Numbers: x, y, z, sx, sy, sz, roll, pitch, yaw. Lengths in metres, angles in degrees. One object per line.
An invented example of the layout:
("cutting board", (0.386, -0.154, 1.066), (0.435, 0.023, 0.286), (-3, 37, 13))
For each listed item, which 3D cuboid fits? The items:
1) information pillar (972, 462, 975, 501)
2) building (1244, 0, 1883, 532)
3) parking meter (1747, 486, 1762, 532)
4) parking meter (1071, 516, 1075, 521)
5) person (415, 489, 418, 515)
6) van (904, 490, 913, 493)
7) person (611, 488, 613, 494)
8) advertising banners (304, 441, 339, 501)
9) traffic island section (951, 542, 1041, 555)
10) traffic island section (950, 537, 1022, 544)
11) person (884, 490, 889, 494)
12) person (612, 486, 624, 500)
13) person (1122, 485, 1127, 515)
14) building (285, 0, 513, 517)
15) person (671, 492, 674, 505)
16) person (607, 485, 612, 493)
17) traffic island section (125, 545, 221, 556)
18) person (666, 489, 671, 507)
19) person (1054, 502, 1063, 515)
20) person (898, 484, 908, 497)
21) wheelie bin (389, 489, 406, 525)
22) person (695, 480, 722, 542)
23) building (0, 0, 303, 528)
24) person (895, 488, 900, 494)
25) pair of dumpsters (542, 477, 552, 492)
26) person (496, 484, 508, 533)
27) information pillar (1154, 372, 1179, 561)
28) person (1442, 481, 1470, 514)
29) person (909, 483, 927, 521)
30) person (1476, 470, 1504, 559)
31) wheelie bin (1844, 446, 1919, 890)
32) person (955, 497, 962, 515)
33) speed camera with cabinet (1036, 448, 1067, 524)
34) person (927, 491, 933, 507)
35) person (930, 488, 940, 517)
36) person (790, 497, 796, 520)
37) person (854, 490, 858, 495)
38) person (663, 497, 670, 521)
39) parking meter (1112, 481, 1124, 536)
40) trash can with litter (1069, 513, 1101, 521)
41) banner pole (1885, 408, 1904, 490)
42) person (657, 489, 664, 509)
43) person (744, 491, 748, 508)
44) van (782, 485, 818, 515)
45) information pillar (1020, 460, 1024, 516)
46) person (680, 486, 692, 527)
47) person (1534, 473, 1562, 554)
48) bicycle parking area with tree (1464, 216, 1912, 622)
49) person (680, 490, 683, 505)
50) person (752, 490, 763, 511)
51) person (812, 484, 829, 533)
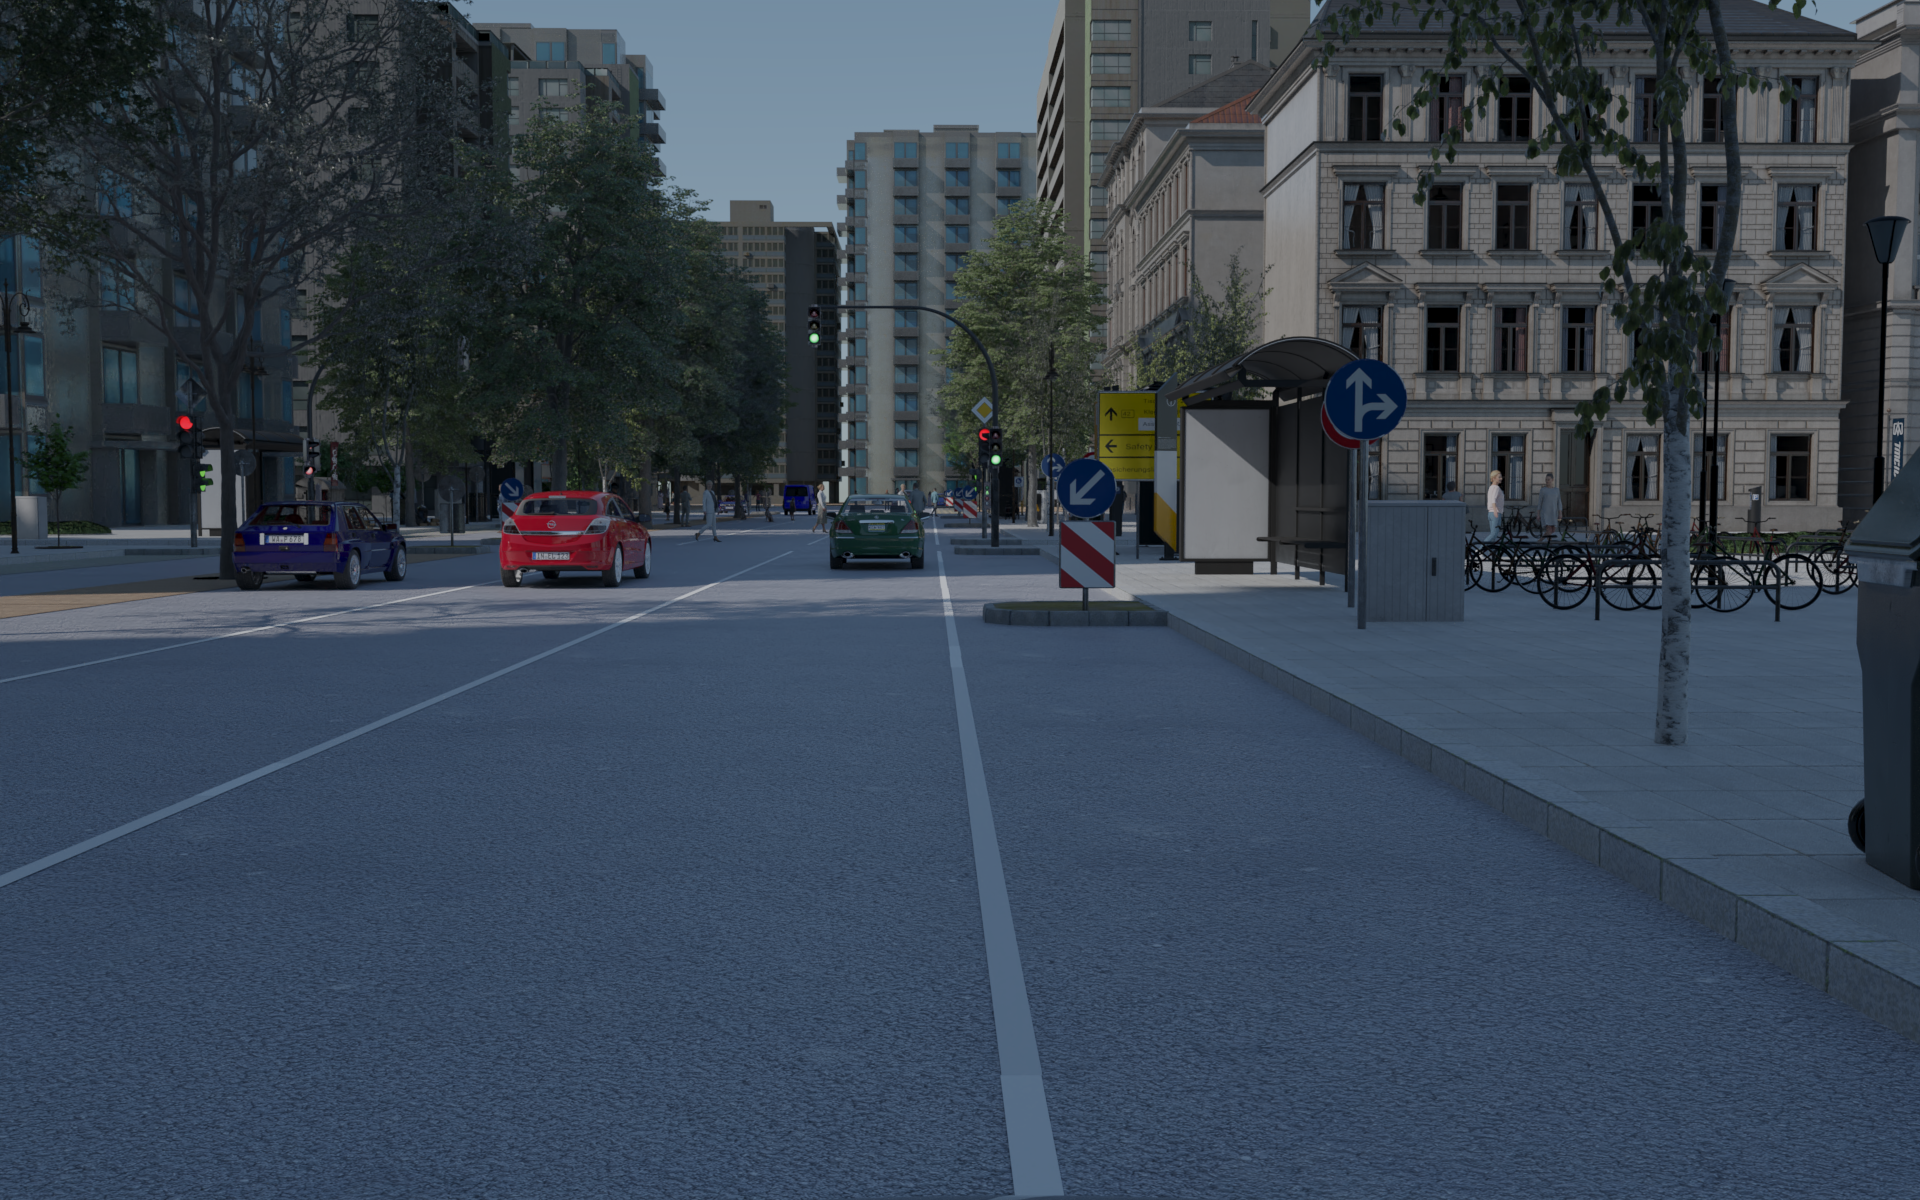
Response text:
("information pillar", (0.959, -8.133, 124.328), (0.183, 3.616, 0.504), (-2, 4, -24))
("building", (20.804, -12.120, 62.789), (19.286, 19.102, 10.561), (0, 4, -1))
("parking meter", (24.001, -2.686, 52.327), (0.372, 1.533, 0.369), (0, 3, 0))
("parking meter", (3.358, -2.679, 49.513), (0.399, 1.863, 0.255), (-2, 4, -24))
("person", (-26.068, -4.702, 82.767), (0.795, 1.843, 0.661), (-2, 4, -26))
("van", (-5.295, -10.138, 172.767), (2.013, 2.044, 4.112), (0, 4, -1))
("person", (-27.075, -7.814, 134.488), (0.721, 1.739, 1.217), (2, 4, 25))
("advertising banners", (-20.983, -3.720, 57.014), (0.090, 3.025, 2.074), (1, 4, 12))
("traffic island section", (0.866, -1.210, 42.067), (2.009, 0.180, 2.903), (0, 4, -1))
("traffic island section", (0.727, -1.698, 50.051), (2.009, 0.180, 2.903), (0, 4, -1))
("person", (-6.335, -8.673, 150.439), (1.348, 1.807, 0.705), (0, 4, -7))
("person", (-14.549, -3.950, 73.438), (0.721, 1.781, 0.623), (-2, 4, -31))
("person", (8.624, -5.281, 92.738), (0.623, 1.781, 0.721), (0, 4, -4))
("building", (-35.168, -20.252, 102.819), (14.160, 30.474, 14.107), (0, 4, -1))
("person", (-34.324, -12.083, 206.848), (0.721, 1.735, 1.217), (0, 3, 0))
("person", (-18.118, -4.963, 89.012), (0.474, 1.900, 0.648), (-2, 4, -33))
("traffic island section", (-18.473, -1.190, 41.737), (2.009, 0.180, 2.903), (0, 4, -1))
("person", (-26.610, -9.235, 157.697), (0.621, 1.740, 0.551), (-3, 4, -38))
("person", (6.016, -6.036, 104.504), (0.755, 1.850, 0.659), (3, 5, 42))
("person", (-2.339, -3.755, 69.779), (0.818, 1.842, 0.514), (1, 4, 10))
("wheelie bin", (-23.351, -3.918, 71.975), (0.693, 1.594, 0.980), (-1, 4, -16))
("person", (-7.519, -2.647, 51.660), (0.818, 1.842, 0.514), (0, 4, 1))
("building", (-42.458, -27.663, 71.896), (23.786, 49.044, 30.456), (0, 4, -1))
("person", (-3.951, -6.435, 113.517), (0.655, 1.846, 0.447), (-1, 4, -16))
("pair of dumpsters", (-23.161, -5.755, 96.591), (1.574, 2.255, 4.437), (0, 4, -1))
("person", (-16.754, -3.348, 63.429), (0.419, 1.800, 0.721), (-1, 4, -18))
("information pillar", (3.970, -2.568, 33.335), (0.504, 3.616, 0.183), (-2, 4, -29))
("person", (13.234, -2.286, 46.235), (0.716, 1.782, 0.532), (1, 4, 17))
("person", (-1.414, -2.983, 57.363), (0.635, 1.810, 0.391), (-2, 4, -35))
("person", (10.308, -1.649, 33.676), (0.598, 1.740, 0.731), (0, 4, -7))
("wheelie bin", (3.388, 0.132, 5.756), (0.693, 1.594, 0.980), (1, 4, 8))
("person", (-0.071, -6.606, 117.257), (0.466, 1.731, 0.760), (-2, 4, -29))
("speed camera with cabinet", (3.920, -4.951, 75.291), (0.660, 3.252, 2.038), (-3, 4, -39))
("person", (-3.378, -11.374, 195.134), (0.621, 1.740, 0.551), (1, 4, 10))
("person", (-1.637, -6.208, 109.863), (0.748, 1.841, 0.638), (-2, 4, -33))
("person", (-9.071, -4.942, 93.963), (0.362, 1.253, 0.373), (3, 4, 37))
("person", (-11.241, -10.892, 186.591), (0.705, 1.823, 1.348), (3, 5, 45))
("person", (-15.844, -4.915, 93.533), (0.373, 1.253, 0.362), (2, 4, 30))
("parking meter", (4.750, -2.863, 52.527), (0.399, 1.863, 0.255), (0, 4, -2))
("trash can with litter", (2.832, -1.600, 37.541), (0.624, 1.170, 1.055), (2, 4, 28))
("banner pole", (27.140, -3.693, 50.393), (0.401, 3.779, 0.863), (-1, 4, -11))
("person", (-25.214, -8.510, 145.852), (0.621, 1.740, 0.551), (1, 4, 18))
("person", (-19.015, -8.875, 154.520), (0.541, 1.710, 0.530), (3, 4, 37))
("van", (-10.925, -6.976, 118.440), (2.240, 2.365, 5.245), (0, 3, 0))
("information pillar", (3.703, -6.800, 102.535), (0.183, 3.616, 0.504), (1, 4, 14))
("person", (-11.942, -4.095, 75.640), (0.511, 1.800, 0.466), (1, 4, 18))
("person", (12.724, -1.880, 37.539), (0.466, 1.731, 0.760), (-2, 4, -31))
("bicycle parking area with tree", (10.004, -2.053, 20.567), (9.016, 4.147, 8.231), (1, 4, 19))
("person", (-31.791, -11.735, 198.629), (0.721, 1.743, 1.217), (0, 4, 2))
("person", (-16.947, -8.341, 145.598), (1.217, 1.743, 0.721), (2, 4, 26))
("person", (-5.132, -3.354, 63.558), (0.641, 1.798, 0.478), (1, 4, 19))
